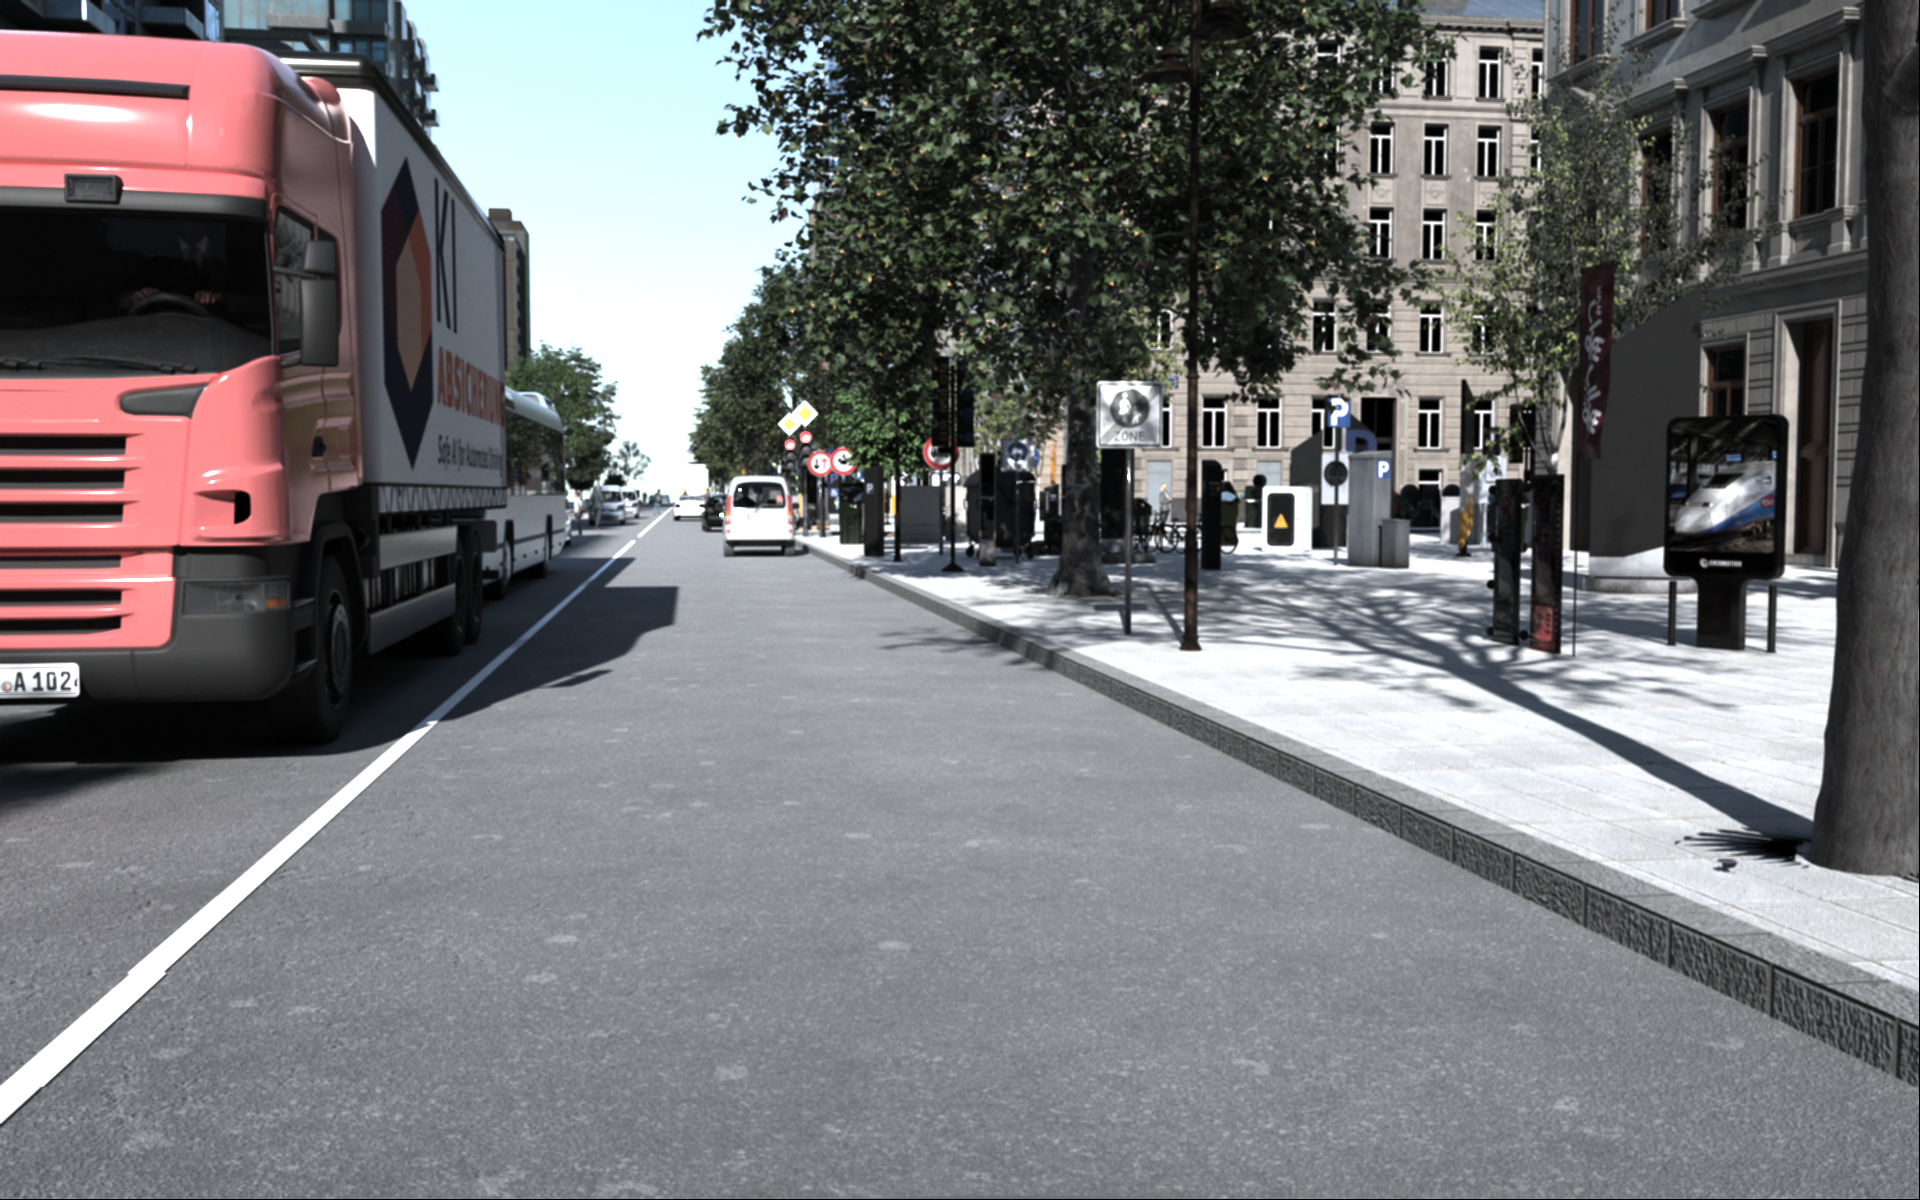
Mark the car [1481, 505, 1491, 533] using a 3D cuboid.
[{"bbox_3d":[19.247,-2.925,59.616,4.920,1.459,2.131,0,4,-7],"label":"car"}]

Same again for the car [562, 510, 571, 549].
[{"bbox_3d":[-11.553,-2.108,46.824,2.083,1.381,4.827,-1,4,-9],"label":"car"}]

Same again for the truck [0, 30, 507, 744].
[{"bbox_3d":[-5.277,-1.482,13.144,2.839,4.237,11.283,-1,4,-9],"label":"truck"}]

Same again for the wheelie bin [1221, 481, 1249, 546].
[{"bbox_3d":[6.506,-2.144,42.968,0.693,1.594,0.980,-2,4,-32],"label":"wheelie bin"}]

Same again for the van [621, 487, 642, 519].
[{"bbox_3d":[-19.640,-5.774,101.414,2.013,2.044,4.112,-1,4,-10],"label":"van"}]

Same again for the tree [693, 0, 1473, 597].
[{"bbox_3d":[1.490,-6.412,21.851,9.611,12.733,9.660,0,3,0],"label":"tree"}]

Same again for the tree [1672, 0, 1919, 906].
[{"bbox_3d":[3.204,-5.815,5.444,12.009,13.543,11.850,0,3,0],"label":"tree"}]

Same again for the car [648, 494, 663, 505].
[{"bbox_3d":[-40.966,-13.507,232.848,2.014,1.417,4.499,-1,4,-9],"label":"car"}]

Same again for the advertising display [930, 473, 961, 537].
[{"bbox_3d":[-0.451,-2.879,52.278,0.974,1.923,0.123,-2,4,-24],"label":"advertising display"}]

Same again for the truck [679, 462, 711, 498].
[{"bbox_3d":[-23.744,-10.174,155.265,2.839,4.237,11.283,0,4,-8],"label":"truck"}]

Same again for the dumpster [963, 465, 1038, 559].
[{"bbox_3d":[0.816,-1.772,34.730,1.264,1.857,1.865,-1,4,-9],"label":"dumpster"}]

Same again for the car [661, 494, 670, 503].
[{"bbox_3d":[-47.268,-16.201,276.892,2.014,1.417,4.499,-1,4,-11],"label":"car"}]

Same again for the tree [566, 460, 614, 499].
[{"bbox_3d":[-36.608,-11.215,167.075,4.285,4.588,4.351,0,3,0],"label":"tree"}]

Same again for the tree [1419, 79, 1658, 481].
[{"bbox_3d":[10.629,-4.952,31.329,4.737,8.622,4.395,0,3,0],"label":"tree"}]

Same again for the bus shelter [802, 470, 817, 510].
[{"bbox_3d":[-7.819,-6.249,93.460,1.731,3.624,6.357,-1,4,-9],"label":"bus shelter"}]

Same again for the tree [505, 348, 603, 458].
[{"bbox_3d":[-29.734,-12.151,124.430,9.928,11.665,9.643,0,3,0],"label":"tree"}]

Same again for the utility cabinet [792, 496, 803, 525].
[{"bbox_3d":[-7.012,-3.724,72.056,1.020,1.237,0.306,-2,4,-35],"label":"utility cabinet"}]

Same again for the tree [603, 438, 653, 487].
[{"bbox_3d":[-54.562,-21.289,282.485,8.767,10.594,7.601,-2,4,-24],"label":"tree"}]

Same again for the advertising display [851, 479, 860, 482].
[{"bbox_3d":[-4.300,-4.342,76.211,0.974,1.923,0.123,1,4,18],"label":"advertising display"}]

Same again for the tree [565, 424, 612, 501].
[{"bbox_3d":[-38.713,-13.910,177.782,4.737,8.622,4.395,0,3,0],"label":"tree"}]

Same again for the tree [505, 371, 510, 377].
[{"bbox_3d":[-24.931,-8.439,88.340,4.737,8.622,4.395,0,3,0],"label":"tree"}]

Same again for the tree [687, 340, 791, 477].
[{"bbox_3d":[-16.202,-12.800,127.408,7.486,12.596,7.792,0,3,0],"label":"tree"}]

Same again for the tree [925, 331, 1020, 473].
[{"bbox_3d":[0.863,-7.439,71.997,4.737,8.622,4.395,0,3,0],"label":"tree"}]

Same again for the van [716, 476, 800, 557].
[{"bbox_3d":[-4.782,-2.082,41.053,2.013,2.044,4.112,0,4,-7],"label":"van"}]

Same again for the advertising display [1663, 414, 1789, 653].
[{"bbox_3d":[6.305,-0.556,14.301,0.123,1.923,0.974,-3,5,-39],"label":"advertising display"}]

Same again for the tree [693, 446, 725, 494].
[{"bbox_3d":[-27.434,-16.380,202.219,8.767,10.594,7.601,0,4,6],"label":"tree"}]

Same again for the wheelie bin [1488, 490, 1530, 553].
[{"bbox_3d":[11.953,-1.832,37.853,0.980,1.594,0.693,-2,4,-32],"label":"wheelie bin"}]

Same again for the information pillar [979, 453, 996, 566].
[{"bbox_3d":[0.489,-1.615,30.900,0.304,2.012,0.304,0,4,0],"label":"information pillar"}]

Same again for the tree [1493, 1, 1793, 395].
[{"bbox_3d":[9.897,-4.642,26.262,4.360,8.622,3.978,0,3,0],"label":"tree"}]

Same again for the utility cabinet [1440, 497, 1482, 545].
[{"bbox_3d":[12.860,-2.037,44.460,0.306,1.237,1.020,-3,5,-44],"label":"utility cabinet"}]

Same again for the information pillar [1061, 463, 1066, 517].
[{"bbox_3d":[2.611,-2.244,41.188,0.304,2.012,0.304,-3,5,-42],"label":"information pillar"}]

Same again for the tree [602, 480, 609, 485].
[{"bbox_3d":[-47.043,-14.363,229.429,1.663,3.219,1.824,0,3,0],"label":"tree"}]

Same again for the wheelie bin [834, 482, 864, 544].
[{"bbox_3d":[-2.755,-2.237,44.482,0.980,1.594,0.693,0,4,2],"label":"wheelie bin"}]

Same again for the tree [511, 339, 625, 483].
[{"bbox_3d":[-32.950,-14.494,143.626,9.857,13.997,8.962,0,3,0],"label":"tree"}]

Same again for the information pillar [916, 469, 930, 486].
[{"bbox_3d":[-1.085,-2.839,50.906,0.304,2.012,0.304,-2,4,-32],"label":"information pillar"}]

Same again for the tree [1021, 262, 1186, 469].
[{"bbox_3d":[4.417,-5.903,46.880,4.737,8.622,4.395,0,3,0],"label":"tree"}]

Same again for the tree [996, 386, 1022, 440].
[{"bbox_3d":[3.398,-7.773,77.451,4.360,8.622,3.978,0,3,0],"label":"tree"}]

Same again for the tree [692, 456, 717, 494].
[{"bbox_3d":[-39.484,-21.730,281.047,9.928,11.665,9.643,0,3,0],"label":"tree"}]

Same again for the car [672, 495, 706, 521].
[{"bbox_3d":[-14.576,-4.992,93.980,2.083,1.381,4.827,0,4,-8],"label":"car"}]

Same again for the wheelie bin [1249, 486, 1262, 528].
[{"bbox_3d":[11.141,-3.542,65.827,0.980,1.594,0.693,1,4,14],"label":"wheelie bin"}]

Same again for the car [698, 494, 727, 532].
[{"bbox_3d":[-9.056,-3.489,66.830,2.009,1.686,4.222,-1,4,-10],"label":"car"}]

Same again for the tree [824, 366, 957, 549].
[{"bbox_3d":[-1.544,-3.499,40.916,4.285,4.588,4.351,0,3,0],"label":"tree"}]

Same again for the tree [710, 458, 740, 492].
[{"bbox_3d":[-36.132,-18.748,256.894,4.737,8.622,4.395,0,3,0],"label":"tree"}]

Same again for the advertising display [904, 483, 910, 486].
[{"bbox_3d":[-3.415,-6.613,113.341,0.123,1.923,0.974,1,4,20],"label":"advertising display"}]

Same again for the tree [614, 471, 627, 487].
[{"bbox_3d":[-48.675,-15.927,244.125,4.285,4.588,4.351,0,3,0],"label":"tree"}]

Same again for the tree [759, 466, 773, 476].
[{"bbox_3d":[-12.234,-7.100,110.681,1.663,3.219,1.824,0,3,0],"label":"tree"}]

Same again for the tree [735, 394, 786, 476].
[{"bbox_3d":[-12.372,-9.478,105.320,4.360,8.622,3.978,0,3,0],"label":"tree"}]

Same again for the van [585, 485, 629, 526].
[{"bbox_3d":[-16.329,-4.476,80.191,2.013,2.044,4.112,-1,4,-11],"label":"van"}]

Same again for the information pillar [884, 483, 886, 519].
[{"bbox_3d":[-2.422,-3.612,50.411,0.504,3.616,0.183,2,4,30],"label":"information pillar"}]

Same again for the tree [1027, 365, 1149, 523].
[{"bbox_3d":[5.123,-6.952,64.022,4.360,8.622,3.978,0,3,0],"label":"tree"}]
